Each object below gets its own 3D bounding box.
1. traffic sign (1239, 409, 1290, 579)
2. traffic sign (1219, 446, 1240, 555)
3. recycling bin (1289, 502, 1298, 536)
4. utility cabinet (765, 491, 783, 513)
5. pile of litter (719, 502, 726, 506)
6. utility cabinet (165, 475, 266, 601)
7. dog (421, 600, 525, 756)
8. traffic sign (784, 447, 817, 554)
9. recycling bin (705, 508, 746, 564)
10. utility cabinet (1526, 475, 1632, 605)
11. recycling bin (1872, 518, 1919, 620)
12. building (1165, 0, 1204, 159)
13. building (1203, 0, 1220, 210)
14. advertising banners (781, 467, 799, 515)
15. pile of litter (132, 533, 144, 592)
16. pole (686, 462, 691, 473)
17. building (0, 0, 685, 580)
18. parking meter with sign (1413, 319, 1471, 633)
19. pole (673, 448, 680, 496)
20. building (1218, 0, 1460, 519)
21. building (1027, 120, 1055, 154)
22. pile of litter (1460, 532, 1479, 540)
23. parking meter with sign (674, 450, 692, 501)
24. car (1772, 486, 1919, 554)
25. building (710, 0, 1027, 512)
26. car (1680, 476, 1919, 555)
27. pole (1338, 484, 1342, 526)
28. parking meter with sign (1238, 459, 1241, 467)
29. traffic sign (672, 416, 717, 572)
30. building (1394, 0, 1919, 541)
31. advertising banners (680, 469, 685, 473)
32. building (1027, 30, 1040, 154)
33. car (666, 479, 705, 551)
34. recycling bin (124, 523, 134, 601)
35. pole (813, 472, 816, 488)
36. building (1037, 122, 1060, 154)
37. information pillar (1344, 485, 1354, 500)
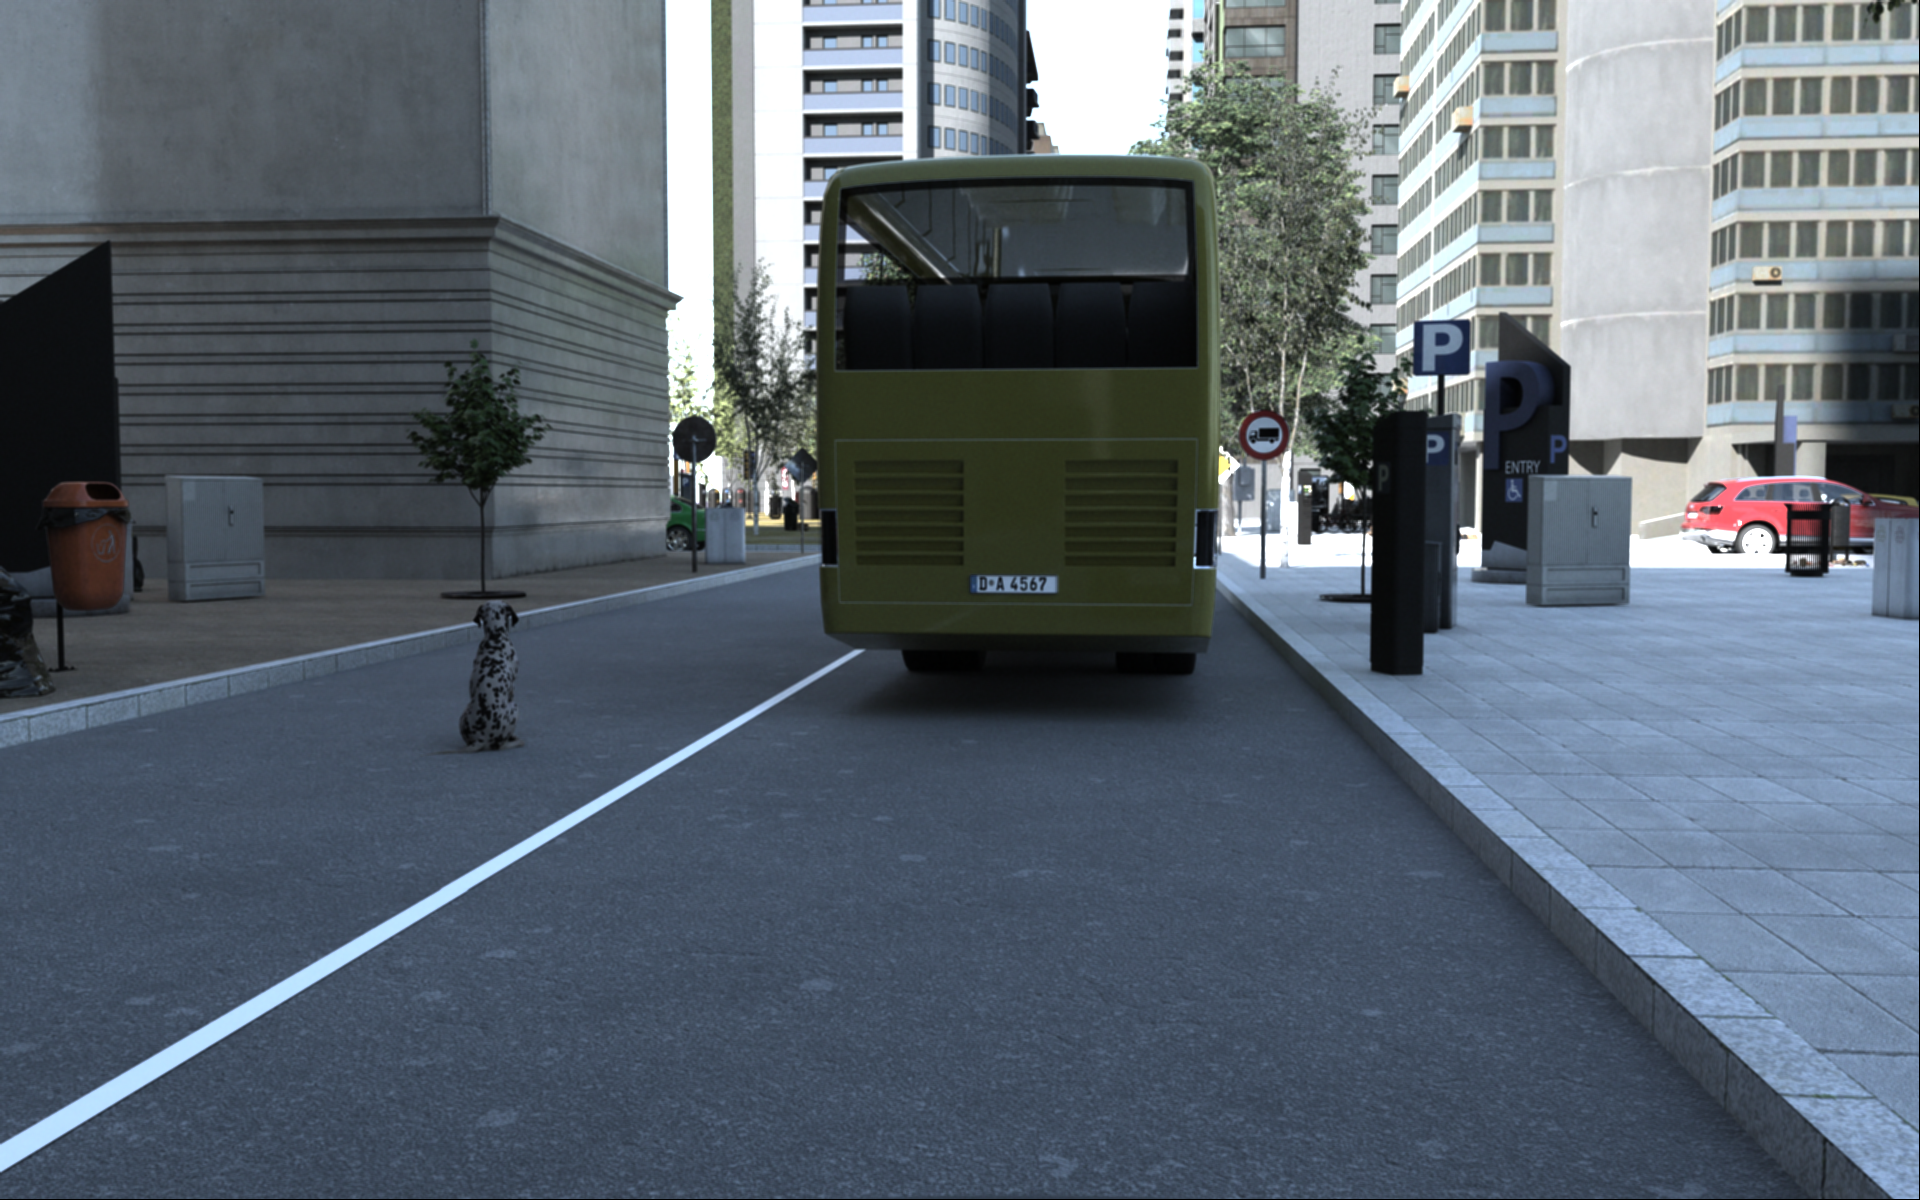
[{"bbox_3d":[4.595,-1.596,26.194,0.768,2.556,0.104,1,4,14],"label":"traffic sign"},{"bbox_3d":[5.465,-2.001,36.364,0.795,2.450,0.064,0,4,5],"label":"traffic sign"},{"bbox_3d":[10.288,-2.472,52.968,0.722,1.027,0.722,2,4,32],"label":"recycling bin"},{"bbox_3d":[-12.231,-6.436,113.912,1.173,1.500,0.318,0,4,-5],"label":"utility cabinet"},{"bbox_3d":[-13.397,-5.126,97.781,1.719,0.858,1.176,0,4,-3],"label":"pile of litter"},{"bbox_3d":[-8.989,-0.751,20.958,0.318,1.500,1.173,2,4,27],"label":"utility cabinet"},{"bbox_3d":[-2.751,0.432,9.773,0.513,0.831,0.800,2,4,35],"label":"dog"},{"bbox_3d":[-3.387,-2.054,37.224,0.795,2.450,0.064,0,4,5],"label":"traffic sign"},{"bbox_3d":[-4.328,-1.187,31.960,0.722,1.027,0.722,0,4,-6],"label":"recycling bin"},{"bbox_3d":[7.107,-0.684,19.867,1.173,1.500,0.318,-1,4,-16],"label":"utility cabinet"},{"bbox_3d":[10.014,-0.333,17.994,0.722,1.027,0.722,0,3,0],"label":"recycling bin"},{"bbox_3d":[29.375,-32.628,153.068,23.786,49.044,30.456,0,4,5],"label":"building"},{"bbox_3d":[26.383,-42.130,127.076,20.563,71.187,20.611,0,4,5],"label":"building"},{"bbox_3d":[-10.192,-6.801,107.377,2.074,3.025,0.090,2,4,24],"label":"advertising banners"},{"bbox_3d":[-11.334,-0.542,22.819,1.176,0.858,1.719,0,4,-7],"label":"pile of litter"},{"bbox_3d":[-11.265,-4.766,71.763,0.158,3.312,0.155,0,3,0],"label":"pole"},{"bbox_3d":[-16.212,-11.919,31.032,21.152,22.565,11.583,0,4,5],"label":"building"},{"bbox_3d":[4.549,-1.250,16.694,0.543,3.016,1.738,1,4,20],"label":"parking meter with sign"},{"bbox_3d":[-10.160,-4.171,62.041,0.158,3.312,0.155,0,3,0],"label":"pole"},{"bbox_3d":[21.159,-19.798,95.402,14.160,30.474,14.107,0,4,5],"label":"building"},{"bbox_3d":[4.446,-34.356,211.831,14.600,45.320,14.200,0,4,5],"label":"building"},{"bbox_3d":[14.016,-2.134,48.849,1.176,0.858,1.719,0,4,8],"label":"pile of litter"},{"bbox_3d":[-9.616,-3.981,61.344,0.543,3.016,1.738,0,4,7],"label":"parking meter with sign"},{"bbox_3d":[20.351,-1.828,40.108,3.980,1.641,2.015,0,4,7],"label":"car"},{"bbox_3d":[-6.116,-36.221,134.211,21.231,58.520,28.212,0,4,5],"label":"building"},{"bbox_3d":[18.671,-1.794,38.002,5.304,1.827,2.281,0,4,4],"label":"car"},{"bbox_3d":[15.221,-4.603,69.094,0.158,3.312,0.155,0,3,0],"label":"pole"},{"bbox_3d":[12.982,-5.471,85.714,1.738,3.016,0.543,1,4,16],"label":"parking meter with sign"},{"bbox_3d":[-4.350,-1.725,28.315,0.768,2.556,0.104,1,4,12],"label":"traffic sign"},{"bbox_3d":[28.660,-22.521,60.106,23.993,40.220,32.217,0,4,5],"label":"building"},{"bbox_3d":[-20.155,-7.668,121.563,2.074,3.025,0.090,0,4,3],"label":"advertising banners"},{"bbox_3d":[-3.956,-31.098,163.081,22.147,44.769,28.867,0,4,5],"label":"building"},{"bbox_3d":[-8.001,-2.047,42.259,4.718,1.807,1.959,0,4,5],"label":"car"},{"bbox_3d":[-10.296,-0.488,20.541,0.722,1.027,0.722,0,4,-8],"label":"recycling bin"},{"bbox_3d":[-9.097,-6.993,108.179,0.158,3.312,0.155,0,3,0],"label":"pole"},{"bbox_3d":[2.769,-37.082,229.987,21.300,48.544,21.600,0,4,5],"label":"building"},{"bbox_3d":[19.214,-5.761,85.553,0.504,3.616,0.183,3,5,39],"label":"information pillar"}]
